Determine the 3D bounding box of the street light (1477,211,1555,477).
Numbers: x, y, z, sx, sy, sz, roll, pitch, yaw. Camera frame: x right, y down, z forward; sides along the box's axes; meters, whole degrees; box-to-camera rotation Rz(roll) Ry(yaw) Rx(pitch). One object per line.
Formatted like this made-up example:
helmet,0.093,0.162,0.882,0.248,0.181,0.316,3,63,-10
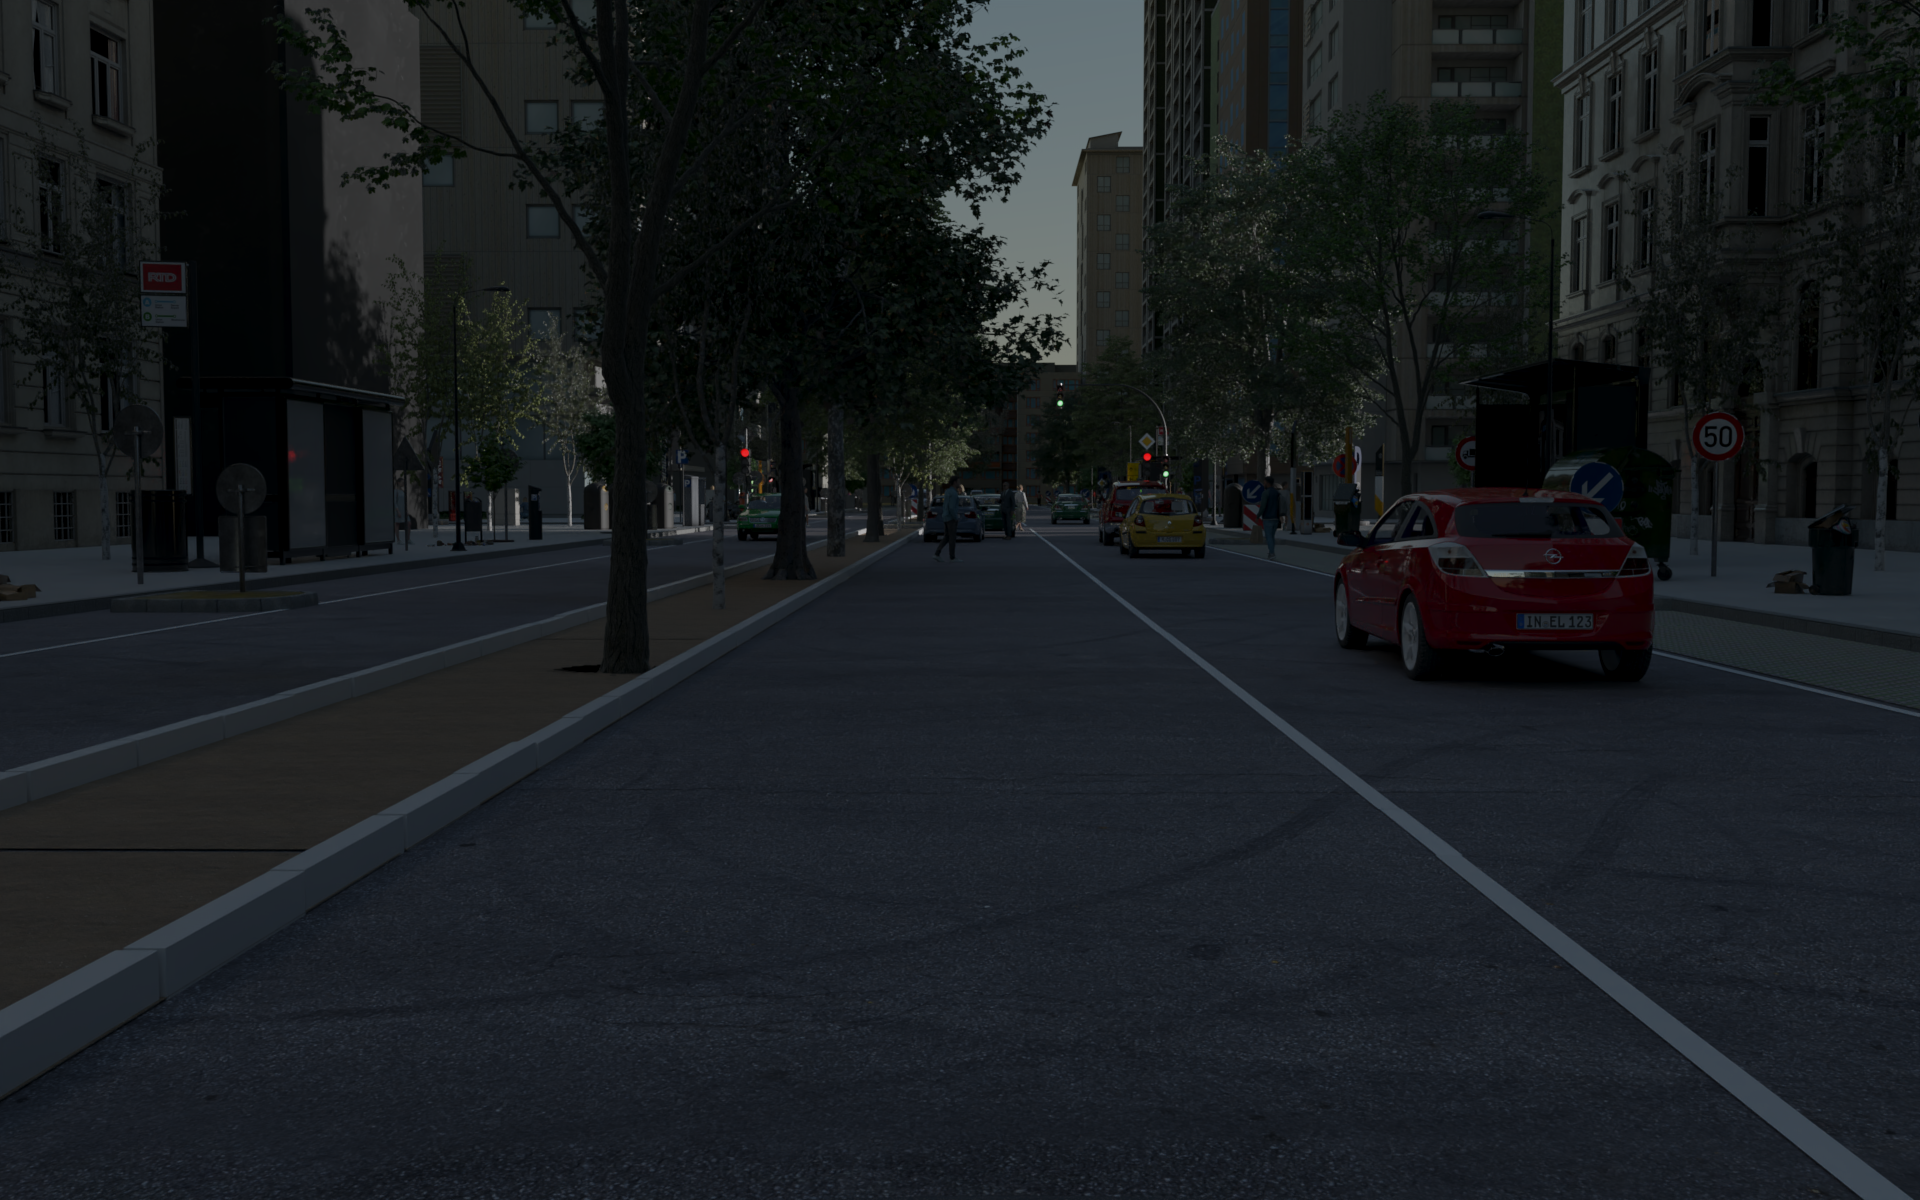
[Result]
street light,9.199,-3.430,28.627,1.470,5.913,1.316,0,4,1

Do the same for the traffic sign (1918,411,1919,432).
traffic sign,11.893,-1.269,20.851,0.768,2.556,0.104,1,4,8

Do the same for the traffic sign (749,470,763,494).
traffic sign,-10.997,-5.694,93.206,0.768,2.556,0.104,0,4,5

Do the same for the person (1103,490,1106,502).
person,11.576,-8.003,138.705,0.330,1.601,0.589,2,4,32

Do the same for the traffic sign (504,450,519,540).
traffic sign,-12.652,-2.944,48.247,0.768,2.556,0.104,0,4,7

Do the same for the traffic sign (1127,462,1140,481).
traffic sign,11.729,-7.109,110.108,2.265,3.308,0.079,0,4,4

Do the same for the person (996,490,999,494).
person,3.664,-9.690,166.865,0.705,1.831,1.348,-2,4,-35

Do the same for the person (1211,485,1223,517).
person,14.340,-5.534,96.790,0.678,1.792,0.850,3,5,44

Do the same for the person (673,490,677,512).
person,-20.123,-6.958,121.613,0.589,1.601,0.330,-3,5,-42

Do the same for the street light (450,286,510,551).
street light,-10.758,-4.055,38.839,1.470,5.913,1.316,0,4,1

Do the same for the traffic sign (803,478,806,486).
traffic sign,-11.773,-7.831,128.138,0.768,2.556,0.104,0,4,2

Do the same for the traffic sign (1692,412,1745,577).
traffic sign,11.727,-1.637,26.871,0.768,2.556,0.104,1,4,10

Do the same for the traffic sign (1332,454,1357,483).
traffic sign,12.161,-3.345,54.791,0.768,2.556,0.104,1,4,10

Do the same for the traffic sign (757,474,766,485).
traffic sign,-12.224,-6.453,105.612,0.768,2.556,0.104,0,4,3

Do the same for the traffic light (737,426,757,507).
traffic light,-8.836,-5.064,71.714,0.839,4.253,0.868,0,4,1

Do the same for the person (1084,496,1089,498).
person,15.621,-12.879,216.249,0.705,1.869,1.348,-3,5,-44

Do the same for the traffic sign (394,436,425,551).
traffic sign,-12.500,-2.388,39.052,0.884,2.594,0.081,0,4,5

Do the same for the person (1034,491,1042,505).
person,10.392,-13.533,229.705,1.348,1.831,0.705,-2,4,-34

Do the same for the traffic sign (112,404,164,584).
traffic sign,-11.657,-1.496,24.560,0.768,2.556,0.104,0,4,7

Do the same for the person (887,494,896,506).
person,-7.278,-10.802,185.629,1.217,1.766,0.721,-1,4,-21

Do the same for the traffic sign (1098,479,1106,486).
traffic sign,11.920,-8.897,145.205,0.795,2.593,0.064,1,4,10

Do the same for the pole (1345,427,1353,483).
pole,11.878,-3.616,52.965,0.158,3.312,0.155,0,3,0

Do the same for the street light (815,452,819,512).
street light,-9.547,-9.160,122.312,1.470,5.913,1.316,0,4,1

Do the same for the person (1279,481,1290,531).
person,11.252,-3.252,59.958,0.466,1.731,0.760,0,4,3

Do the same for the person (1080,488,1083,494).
person,12.146,-10.069,170.534,0.599,1.838,0.709,-1,4,-9

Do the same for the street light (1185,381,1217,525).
street light,9.905,-6.028,71.094,1.470,5.913,1.316,0,4,1

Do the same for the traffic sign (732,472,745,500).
traffic sign,-12.763,-6.110,100.010,0.768,2.556,0.104,0,4,5

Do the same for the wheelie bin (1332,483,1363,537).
wheelie bin,11.420,-2.642,51.103,0.693,1.594,0.980,-3,5,-42

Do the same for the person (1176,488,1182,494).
person,14.907,-6.839,117.837,0.573,1.828,0.580,-1,4,-21

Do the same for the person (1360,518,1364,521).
person,18.415,-4.542,80.702,0.834,1.777,0.661,2,4,25

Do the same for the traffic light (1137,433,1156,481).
traffic light,8.543,-5.537,79.458,0.839,4.253,0.868,0,4,1

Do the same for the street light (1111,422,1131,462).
street light,10.427,-8.505,111.596,1.470,5.913,1.316,0,4,1

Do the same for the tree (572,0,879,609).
tree,-3.000,-4.197,21.438,4.360,8.622,3.978,0,3,0

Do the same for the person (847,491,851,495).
person,-14.797,-13.604,229.157,0.721,1.739,1.217,-3,4,-39

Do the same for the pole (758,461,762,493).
pole,-12.168,-6.823,105.391,0.158,3.312,0.155,0,3,0

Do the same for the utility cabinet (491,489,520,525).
utility cabinet,-18.387,-3.752,70.028,1.173,1.500,0.318,1,4,19

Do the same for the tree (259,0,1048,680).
tree,-2.568,-5.211,13.415,9.928,11.665,9.643,0,3,0

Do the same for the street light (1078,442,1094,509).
street light,11.148,-11.074,153.602,1.470,5.913,1.316,0,4,1

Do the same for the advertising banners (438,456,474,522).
advertising banners,-23.534,-5.156,80.492,0.090,3.025,2.074,3,5,45

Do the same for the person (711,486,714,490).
person,-15.222,-6.170,107.132,0.699,1.804,1.509,0,4,3

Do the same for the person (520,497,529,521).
person,-21.177,-4.412,83.677,0.738,1.151,1.012,3,4,37

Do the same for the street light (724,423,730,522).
street light,-10.224,-6.549,79.612,1.470,5.913,1.316,0,4,1

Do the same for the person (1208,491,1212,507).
person,17.054,-6.917,119.150,0.555,1.821,0.388,1,4,21

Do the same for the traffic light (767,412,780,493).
traffic light,-6.624,-6.424,79.703,4.771,5.953,1.251,0,4,1

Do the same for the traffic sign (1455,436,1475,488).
traffic sign,11.239,-2.319,38.017,0.768,2.556,0.104,0,4,8

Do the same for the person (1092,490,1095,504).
person,17.816,-13.745,230.742,0.705,1.831,1.348,1,4,20

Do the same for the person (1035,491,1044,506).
person,9.287,-11.820,201.770,1.348,1.823,0.705,3,5,39

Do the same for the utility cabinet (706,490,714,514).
utility cabinet,-12.749,-4.912,88.982,1.173,1.500,0.318,0,4,-5

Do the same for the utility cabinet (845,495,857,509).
utility cabinet,-9.517,-8.538,150.752,1.020,1.237,0.306,1,4,13

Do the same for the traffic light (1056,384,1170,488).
traffic light,6.331,-5.914,71.364,4.771,5.953,1.251,0,4,1
